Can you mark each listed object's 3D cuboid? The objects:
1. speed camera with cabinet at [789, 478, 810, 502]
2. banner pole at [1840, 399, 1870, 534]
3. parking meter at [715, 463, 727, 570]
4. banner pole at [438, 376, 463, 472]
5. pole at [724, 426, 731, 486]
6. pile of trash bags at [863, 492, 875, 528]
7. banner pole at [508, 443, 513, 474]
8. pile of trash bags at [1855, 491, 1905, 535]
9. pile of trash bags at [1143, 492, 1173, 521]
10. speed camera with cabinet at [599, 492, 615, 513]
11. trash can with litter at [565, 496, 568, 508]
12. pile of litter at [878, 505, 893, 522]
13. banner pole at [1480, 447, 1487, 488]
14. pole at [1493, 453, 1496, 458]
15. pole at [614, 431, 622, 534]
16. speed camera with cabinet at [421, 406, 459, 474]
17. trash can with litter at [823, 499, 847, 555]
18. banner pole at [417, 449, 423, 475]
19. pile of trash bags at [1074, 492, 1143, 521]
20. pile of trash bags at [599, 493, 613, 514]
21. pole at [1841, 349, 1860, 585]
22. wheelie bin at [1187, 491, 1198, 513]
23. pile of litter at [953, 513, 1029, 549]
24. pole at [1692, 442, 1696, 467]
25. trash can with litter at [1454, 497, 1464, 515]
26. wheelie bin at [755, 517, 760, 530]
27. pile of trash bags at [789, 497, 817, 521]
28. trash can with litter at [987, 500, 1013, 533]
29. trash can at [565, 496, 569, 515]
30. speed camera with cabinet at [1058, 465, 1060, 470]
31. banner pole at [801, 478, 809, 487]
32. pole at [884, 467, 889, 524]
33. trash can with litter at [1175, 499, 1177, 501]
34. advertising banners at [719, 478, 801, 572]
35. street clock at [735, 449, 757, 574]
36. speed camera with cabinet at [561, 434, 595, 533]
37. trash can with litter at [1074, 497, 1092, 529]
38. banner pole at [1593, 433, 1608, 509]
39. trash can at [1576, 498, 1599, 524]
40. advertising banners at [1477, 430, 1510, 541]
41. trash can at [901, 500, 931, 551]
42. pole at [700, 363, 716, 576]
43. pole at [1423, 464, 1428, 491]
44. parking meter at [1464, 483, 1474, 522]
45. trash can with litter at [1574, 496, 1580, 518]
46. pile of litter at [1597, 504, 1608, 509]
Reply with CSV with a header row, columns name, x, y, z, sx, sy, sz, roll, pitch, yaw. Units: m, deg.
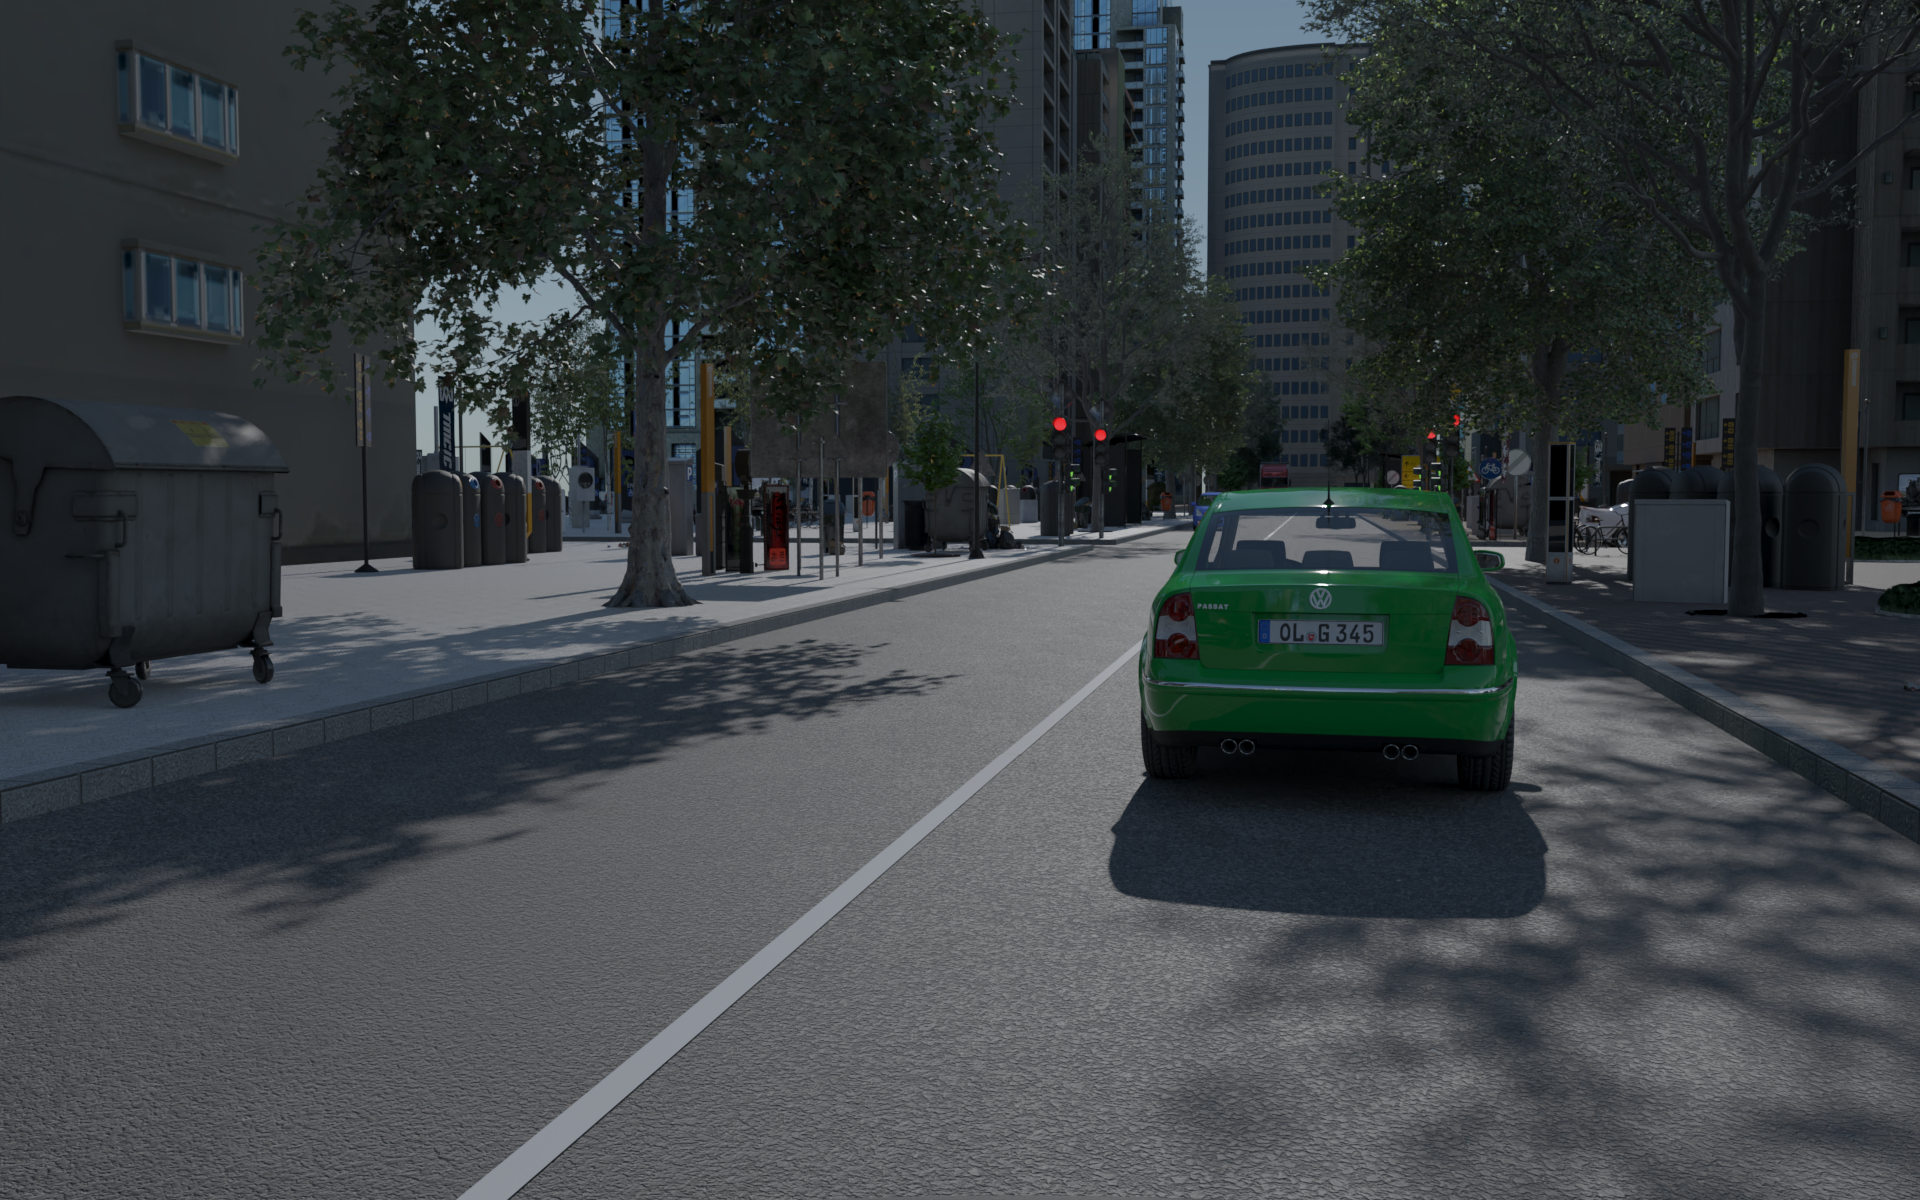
name,x,y,z,sx,sy,sz,roll,pitch,yaw
speed camera with cabinet,-9.154,-6.111,94.248,2.038,3.252,0.660,1,4,15
banner pole,23.769,-3.421,45.958,0.863,3.779,0.401,3,5,44
parking meter,-4.162,-1.447,29.365,0.399,1.863,0.255,0,4,4
banner pole,-9.527,-2.602,32.560,0.401,3.779,0.863,1,4,23
pole,-7.001,-3.572,52.240,0.158,3.312,0.155,0,3,0
pile of trash bags,-2.078,-3.396,65.284,3.447,1.369,1.912,0,4,6
banner pole,-16.562,-4.589,65.048,0.863,3.779,0.401,-1,4,-12
pile of trash bags,25.635,-2.485,50.386,1.912,1.369,3.447,-3,4,-39
pile of trash bags,8.665,-4.540,83.977,3.447,1.369,1.912,-1,4,-15
speed camera with cabinet,-23.898,-7.357,114.624,2.038,3.252,0.660,1,4,17
trash can with litter,-27.723,-6.677,120.561,1.055,1.170,0.624,3,5,43
pile of litter,-3.339,-4.059,80.329,1.176,0.858,1.719,1,4,9
banner pole,27.643,-6.207,91.493,0.401,3.779,0.863,3,5,41
pole,26.231,-5.579,85.062,0.158,3.312,0.155,0,3,0
pole,-11.133,-3.820,56.308,0.158,3.312,0.155,0,3,0
speed camera with cabinet,-11.058,-2.736,39.065,2.038,3.252,0.660,0,4,7
trash can with litter,-2.611,-1.556,36.829,0.624,1.170,1.055,-1,4,-15
banner pole,-26.842,-5.824,85.236,0.863,3.779,0.401,-2,4,-27
pile of trash bags,6.514,-4.343,80.760,3.447,1.369,1.912,1,4,19
pile of trash bags,-23.045,-6.165,110.544,1.912,1.369,3.447,1,4,14
pole,12.589,-1.877,24.532,0.158,3.312,0.155,0,3,0
wheelie bin,16.078,-6.846,119.841,0.693,1.594,0.980,0,4,-5
pile of litter,0.719,-1.629,40.595,1.719,0.858,1.176,1,4,23
pole,28.840,-4.549,68.214,0.158,3.312,0.155,0,3,0
trash can with litter,34.243,-6.650,120.117,1.055,1.170,0.624,0,4,-4
wheelie bin,-6.874,-3.264,61.279,0.980,1.594,0.693,1,4,14
pile of trash bags,-8.508,-4.476,82.942,3.447,1.369,1.912,0,4,2
trash can with litter,1.137,-2.603,53.952,1.055,1.170,0.624,1,4,12
trash can,-23.813,-5.653,104.081,0.748,1.137,0.748,0,3,0
speed camera with cabinet,6.289,-7.536,117.551,0.660,3.252,2.038,-1,4,-19
banner pole,-7.160,-5.426,78.729,0.863,3.779,0.401,-3,5,-43
pole,-3.201,-4.992,75.464,0.158,3.312,0.155,0,3,0
trash can with litter,14.830,-6.739,121.567,0.624,1.170,1.055,1,4,18
advertising banners,-3.111,-2.009,29.037,2.074,3.025,0.090,-3,4,-38
street clock,-3.453,-1.432,27.988,0.358,2.002,0.471,1,4,11
speed camera with cabinet,-12.995,-3.812,56.655,2.038,3.252,0.660,-3,5,-40
trash can with litter,4.368,-3.203,63.751,1.055,1.170,0.624,-3,5,-44
banner pole,26.277,-4.954,71.023,0.401,3.779,0.863,-2,4,-24
trash can,21.300,-2.886,58.837,0.748,1.137,0.748,0,3,0
advertising banners,14.780,-3.168,47.987,0.090,3.025,2.074,0,4,-5
trash can,-0.961,-1.698,39.422,0.748,1.137,0.748,0,3,0
pole,-3.948,-2.036,27.129,0.158,3.312,0.155,0,3,0
pole,15.142,-3.816,56.240,0.158,3.312,0.155,0,3,0
parking meter,23.681,-4.579,80.572,0.399,1.863,0.255,0,4,-7
trash can with litter,30.602,-4.537,85.240,2.233,1.210,1.678,-3,5,-42
pile of litter,28.207,-3.825,76.507,1.176,0.858,1.719,-1,4,-9
